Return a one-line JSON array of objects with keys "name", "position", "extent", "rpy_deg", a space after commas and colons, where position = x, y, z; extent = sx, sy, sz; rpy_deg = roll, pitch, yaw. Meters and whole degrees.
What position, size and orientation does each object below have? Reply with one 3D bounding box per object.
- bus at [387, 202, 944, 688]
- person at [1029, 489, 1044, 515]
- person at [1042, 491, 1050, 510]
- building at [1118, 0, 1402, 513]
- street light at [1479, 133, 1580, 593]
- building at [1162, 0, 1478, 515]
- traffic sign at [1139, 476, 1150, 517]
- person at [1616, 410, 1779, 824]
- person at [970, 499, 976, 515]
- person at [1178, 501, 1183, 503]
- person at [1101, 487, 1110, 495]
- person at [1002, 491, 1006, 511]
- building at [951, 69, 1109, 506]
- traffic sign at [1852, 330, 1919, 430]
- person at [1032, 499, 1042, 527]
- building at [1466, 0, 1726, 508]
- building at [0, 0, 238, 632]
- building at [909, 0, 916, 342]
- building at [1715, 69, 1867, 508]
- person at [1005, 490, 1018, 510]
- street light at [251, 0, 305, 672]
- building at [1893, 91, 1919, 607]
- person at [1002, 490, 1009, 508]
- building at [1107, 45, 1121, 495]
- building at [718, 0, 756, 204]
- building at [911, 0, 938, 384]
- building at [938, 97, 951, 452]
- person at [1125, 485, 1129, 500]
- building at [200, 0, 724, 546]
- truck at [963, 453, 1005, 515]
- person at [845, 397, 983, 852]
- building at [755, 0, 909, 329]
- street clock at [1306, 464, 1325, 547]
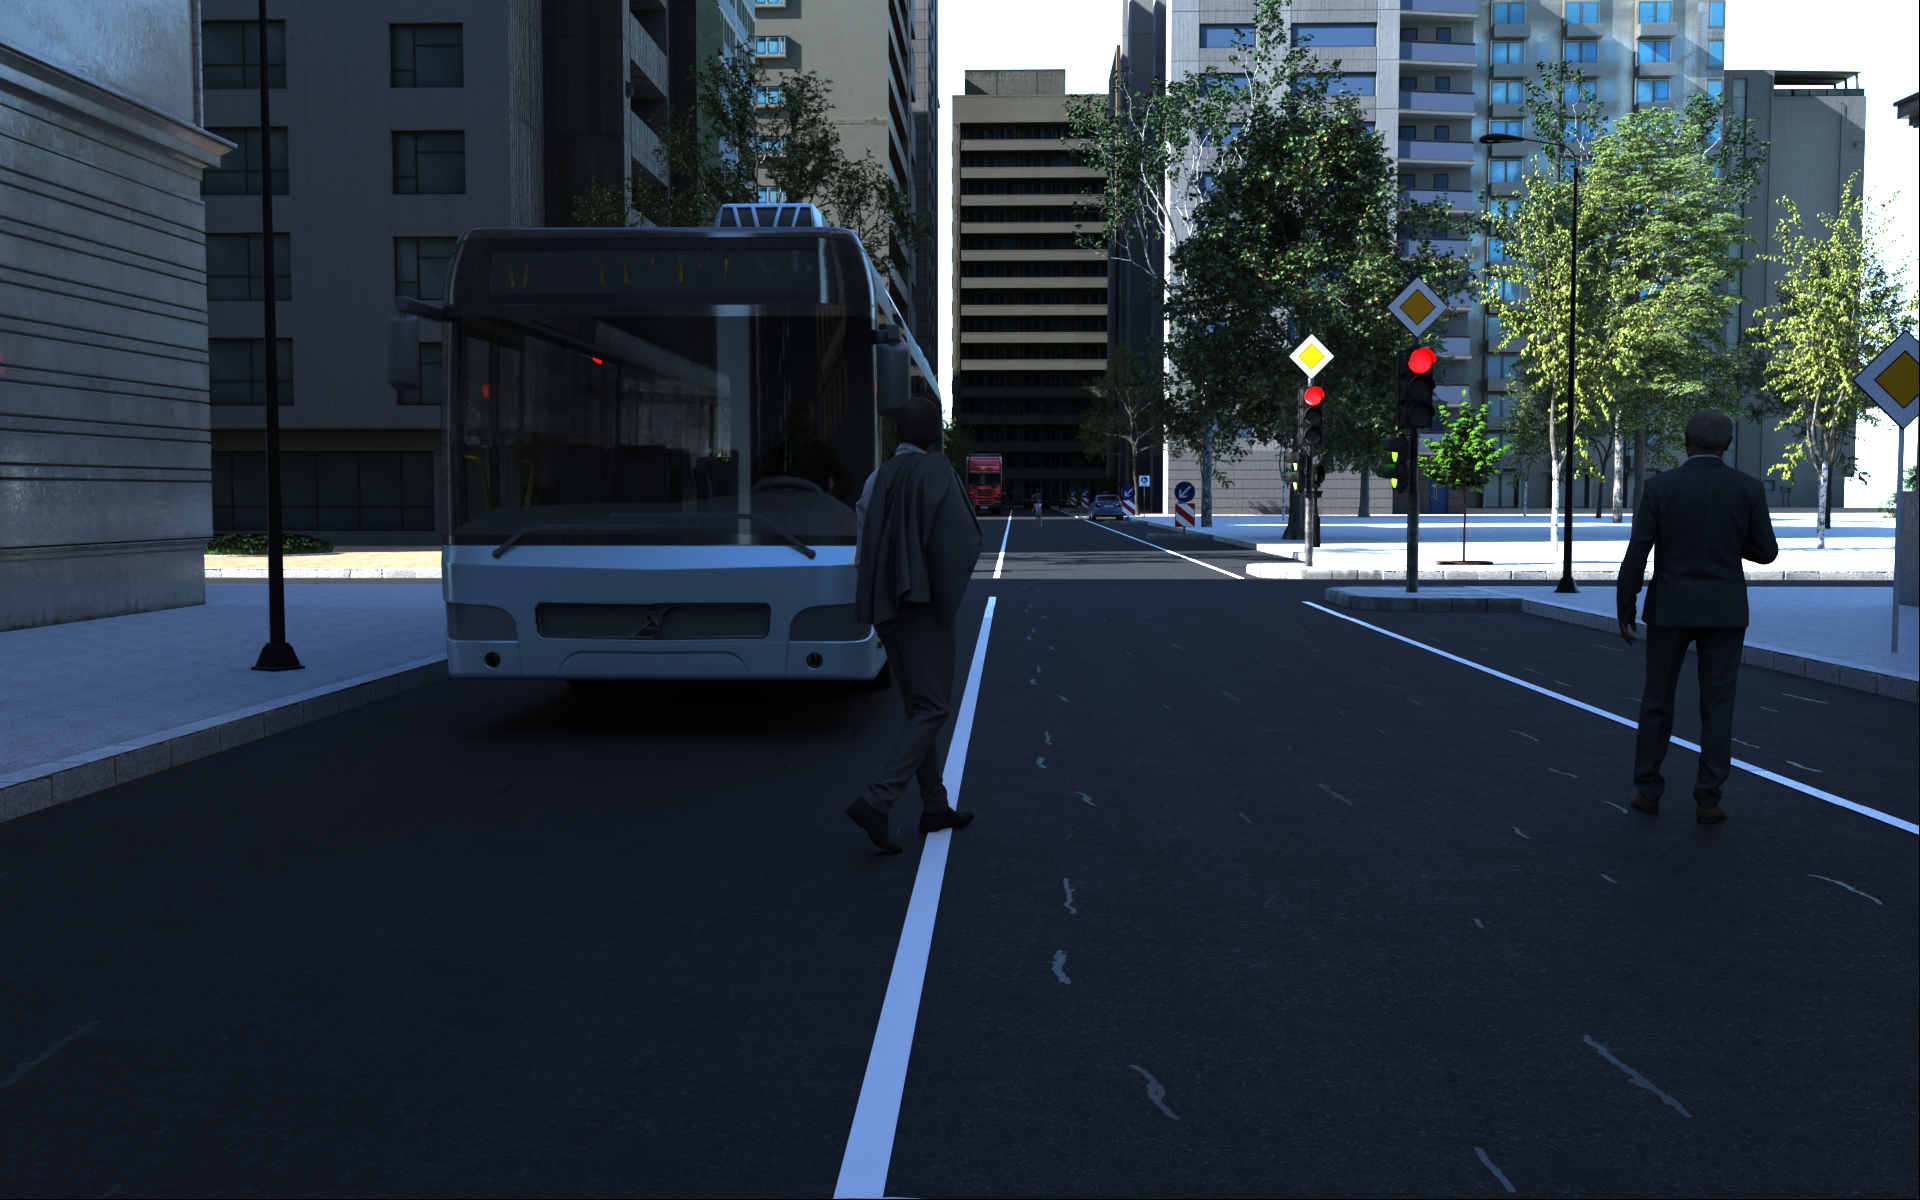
[{"name": "bus", "position": [-1.637, -1.270, 15.619], "extent": [2.948, 3.499, 13.247], "rpy_deg": [0, 4, 1]}, {"name": "person", "position": [5.323, -6.809, 119.913], "extent": [1.350, 1.814, 0.705], "rpy_deg": [-3, 5, -40]}, {"name": "person", "position": [7.541, -8.987, 156.264], "extent": [1.217, 1.723, 0.721], "rpy_deg": [-1, 4, -17]}, {"name": "building", "position": [24.254, -37.109, 148.726], "extent": [21.231, 58.520, 28.212], "rpy_deg": [0, 4, 2]}, {"name": "street light", "position": [7.382, -3.052, 22.449], "extent": [1.470, 5.913, 1.316], "rpy_deg": [0, 4, 2]}, {"name": "building", "position": [23.966, -35.386, 120.562], "extent": [21.231, 58.520, 28.212], "rpy_deg": [0, 4, 2]}, {"name": "traffic sign", "position": [10.172, -5.718, 95.614], "extent": [0.606, 2.300, 0.079], "rpy_deg": [0, 4, 4]}, {"name": "person", "position": [3.283, 0.057, 7.752], "extent": [0.661, 1.801, 0.590], "rpy_deg": [1, 4, 17]}, {"name": "person", "position": [0.433, -3.283, 66.845], "extent": [0.362, 1.253, 0.373], "rpy_deg": [2, 4, 33]}, {"name": "person", "position": [10.591, -4.662, 82.376], "extent": [0.767, 1.812, 0.694], "rpy_deg": [0, 4, 0]}, {"name": "person", "position": [11.675, -8.121, 138.826], "extent": [1.348, 1.824, 0.705], "rpy_deg": [3, 4, 36]}, {"name": "person", "position": [3.651, -8.389, 146.466], "extent": [0.445, 1.727, 0.742], "rpy_deg": [-3, 4, -37]}, {"name": "building", "position": [9.961, -35.346, 201.615], "extent": [21.600, 48.544, 21.300], "rpy_deg": [0, 4, 2]}, {"name": "traffic sign", "position": [7.595, -0.869, 13.942], "extent": [0.795, 2.593, 0.064], "rpy_deg": [0, 4, 6]}, {"name": "person", "position": [3.359, -3.792, 75.507], "extent": [0.505, 1.210, 0.382], "rpy_deg": [1, 4, 10]}, {"name": "building", "position": [55.897, -33.418, 165.997], "extent": [30.456, 49.044, 23.786], "rpy_deg": [0, 4, 2]}, {"name": "building", "position": [-18.653, -10.926, 14.800], "extent": [21.152, 22.565, 11.583], "rpy_deg": [0, 4, 2]}, {"name": "building", "position": [-17.610, -33.786, 141.646], "extent": [28.713, 52.752, 27.495], "rpy_deg": [0, 4, 2]}, {"name": "building", "position": [78.312, -29.774, 170.407], "extent": [14.086, 41.232, 14.154], "rpy_deg": [0, 4, 2]}, {"name": "person", "position": [4.505, -8.867, 153.480], "extent": [1.348, 1.822, 0.705], "rpy_deg": [1, 4, 18]}, {"name": "street light", "position": [-4.454, -2.443, 12.483], "extent": [1.470, 5.913, 1.316], "rpy_deg": [0, 4, 2]}, {"name": "building", "position": [16.748, -13.490, 7.946], "extent": [14.401, 28.519, 23.554], "rpy_deg": [0, 4, 2]}, {"name": "person", "position": [4.534, -10.594, 181.338], "extent": [1.348, 1.869, 0.705], "rpy_deg": [2, 4, 26]}, {"name": "building", "position": [21.808, -31.821, 170.384], "extent": [14.600, 45.320, 14.200], "rpy_deg": [0, 4, 2]}, {"name": "building", "position": [-21.963, -23.432, 74.992], "extent": [32.217, 40.220, 23.993], "rpy_deg": [0, 4, 2]}, {"name": "building", "position": [-12.771, -44.702, 169.122], "extent": [20.611, 71.187, 20.563], "rpy_deg": [0, 4, 2]}, {"name": "building", "position": [-14.479, -37.677, 205.252], "extent": [27.495, 52.752, 28.713], "rpy_deg": [0, 4, 2]}, {"name": "person", "position": [11.240, -6.769, 116.349], "extent": [0.705, 1.869, 1.348], "rpy_deg": [0, 4, 7]}, {"name": "building", "position": [-14.697, -16.902, 48.045], "extent": [14.160, 30.474, 14.107], "rpy_deg": [0, 4, 2]}, {"name": "truck", "position": [1.675, -8.129, 121.819], "extent": [2.839, 4.237, 11.283], "rpy_deg": [0, 4, 0]}, {"name": "person", "position": [-0.167, 0.091, 7.109], "extent": [0.679, 1.850, 0.850], "rpy_deg": [3, 5, 40]}, {"name": "building", "position": [-14.714, -30.139, 116.468], "extent": [21.300, 48.544, 21.600], "rpy_deg": [0, 4, 2]}, {"name": "street clock", "position": [8.558, -2.270, 41.687], "extent": [0.471, 2.002, 0.358], "rpy_deg": [-3, 5, -43]}]
